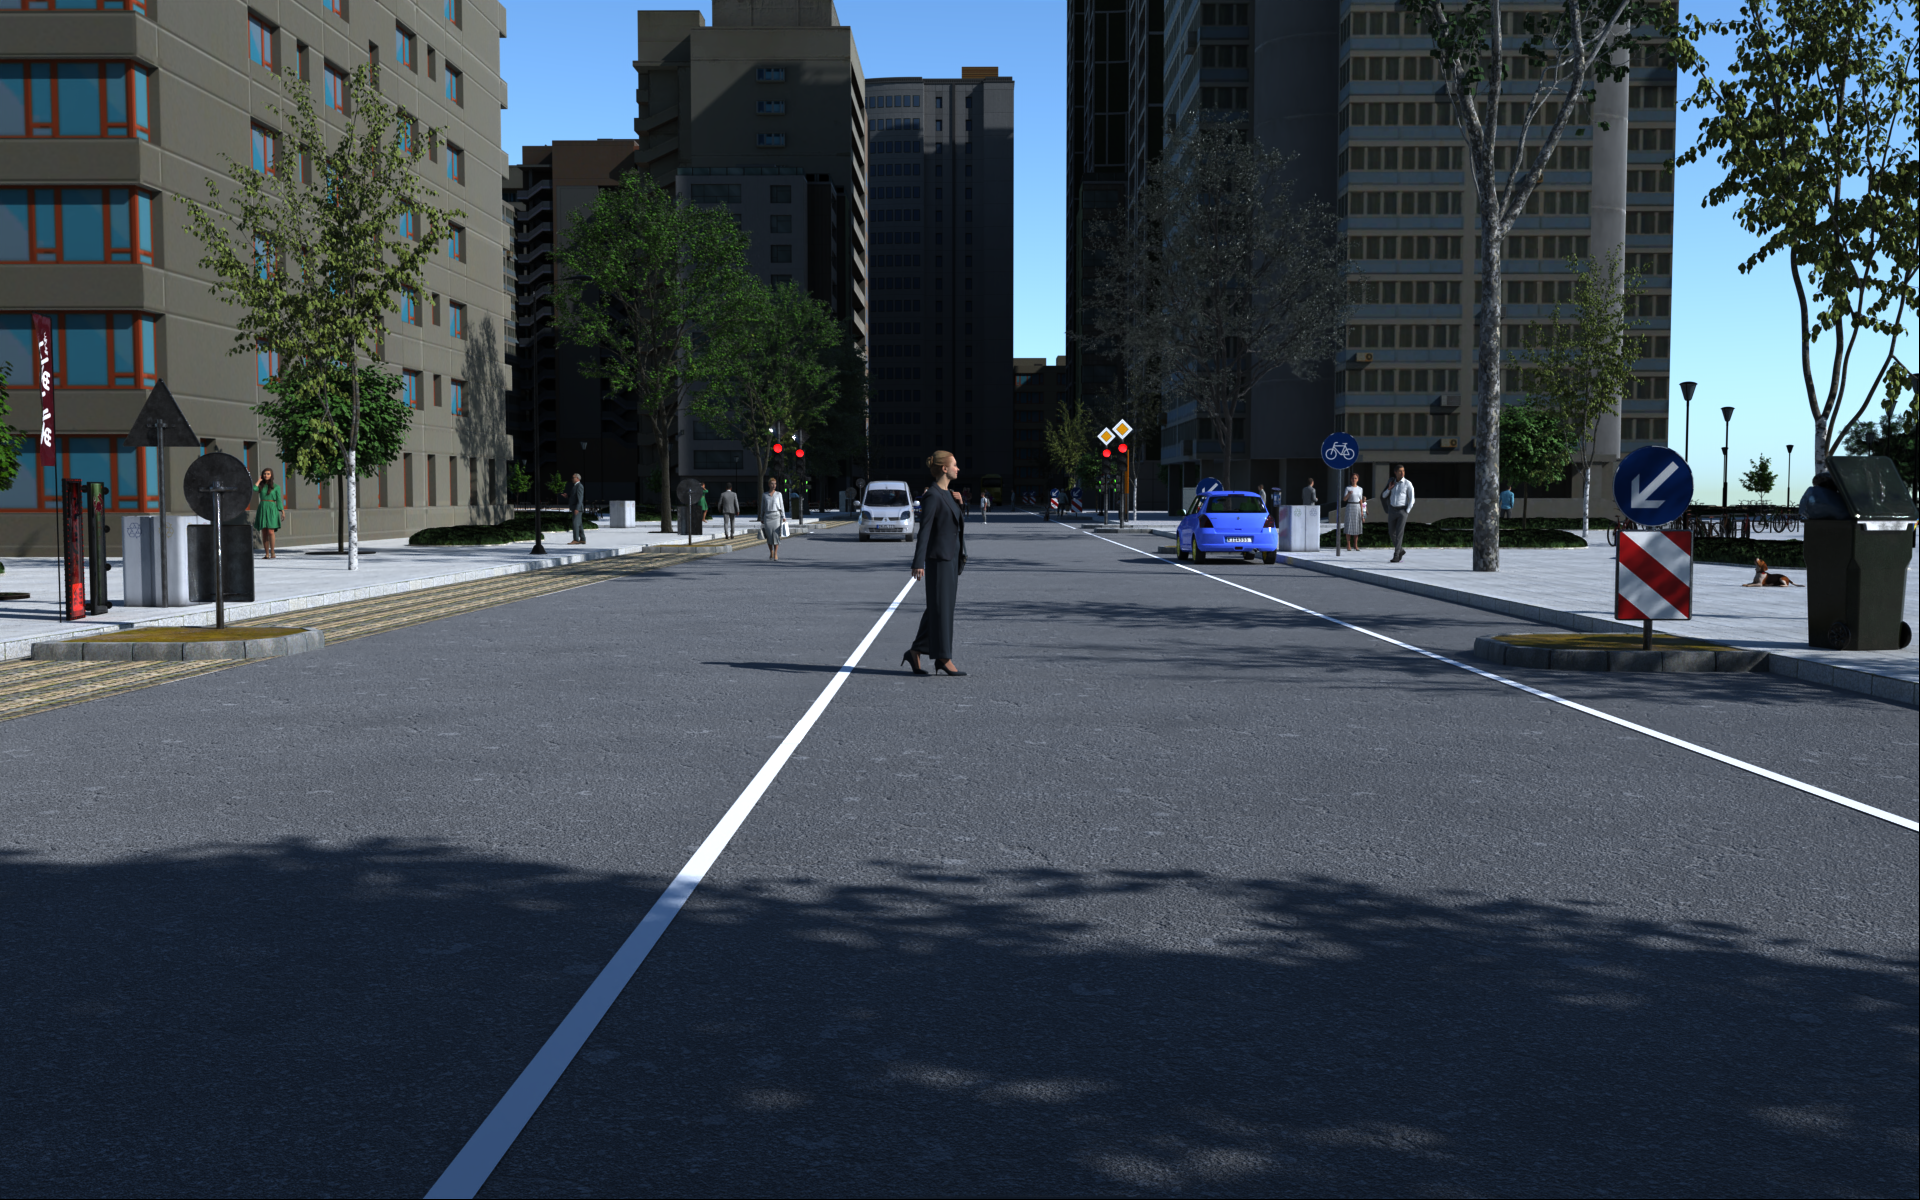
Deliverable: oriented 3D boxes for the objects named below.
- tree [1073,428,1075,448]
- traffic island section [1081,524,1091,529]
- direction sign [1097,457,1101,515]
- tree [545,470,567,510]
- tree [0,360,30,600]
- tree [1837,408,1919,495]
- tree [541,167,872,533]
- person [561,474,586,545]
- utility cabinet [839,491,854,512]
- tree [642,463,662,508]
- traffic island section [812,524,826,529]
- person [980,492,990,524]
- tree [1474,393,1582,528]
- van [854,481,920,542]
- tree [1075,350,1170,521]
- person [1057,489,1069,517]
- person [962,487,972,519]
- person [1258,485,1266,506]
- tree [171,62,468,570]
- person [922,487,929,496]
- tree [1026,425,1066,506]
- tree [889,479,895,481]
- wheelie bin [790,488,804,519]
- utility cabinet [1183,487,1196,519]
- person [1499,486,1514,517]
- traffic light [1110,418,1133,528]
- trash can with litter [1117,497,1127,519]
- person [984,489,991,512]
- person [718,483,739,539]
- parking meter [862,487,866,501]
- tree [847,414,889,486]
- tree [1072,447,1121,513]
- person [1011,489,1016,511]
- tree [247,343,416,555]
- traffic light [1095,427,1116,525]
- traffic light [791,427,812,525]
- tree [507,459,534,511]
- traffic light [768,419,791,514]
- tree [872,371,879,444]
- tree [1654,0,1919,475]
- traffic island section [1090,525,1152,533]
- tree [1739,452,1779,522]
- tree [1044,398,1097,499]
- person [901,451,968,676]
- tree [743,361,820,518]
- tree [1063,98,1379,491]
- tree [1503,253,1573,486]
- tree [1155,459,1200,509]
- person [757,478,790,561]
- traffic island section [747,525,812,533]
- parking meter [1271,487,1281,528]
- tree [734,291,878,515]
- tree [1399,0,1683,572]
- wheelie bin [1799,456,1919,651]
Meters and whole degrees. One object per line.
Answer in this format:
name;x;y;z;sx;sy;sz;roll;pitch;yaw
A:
tree;9.549;-9.989;113.686;4.360;8.622;3.978;0;3;0
traffic island section;6.139;-3.079;72.630;2.009;0.180;2.903;0;4;1
direction sign;8.433;-6.868;104.284;0.379;3.537;0.876;0;4;6
tree;-32.483;-8.899;140.095;1.663;3.219;1.824;0;3;0
tree;-11.968;-1.630;21.253;1.663;3.219;1.824;0;3;0
tree;63.699;-9.199;113.309;11.467;7.101;20.602;0;4;-2
tree;-9.822;-8.002;56.595;9.928;11.665;9.643;0;3;0
person;-9.847;-2.321;44.175;0.590;1.801;0.661;-1;4;-21
utility cabinet;-8.038;-6.983;122.845;1.173;1.500;0.318;3;4;38
tree;-18.561;-6.796;105.718;1.663;3.219;1.824;0;3;0
traffic island section;-6.702;-3.088;72.764;2.009;0.180;2.903;0;4;1
person;1.162;-4.409;83.186;0.503;1.515;0.523;2;4;28
tree;18.313;-4.423;56.037;4.285;4.588;4.351;0;3;0
van;-2.244;-2.834;53.350;2.013;2.044;4.112;0;4;-1
tree;8.376;-8.167;83.899;4.360;8.622;3.978;0;3;0
person;6.382;-5.998;107.058;0.782;1.767;0.515;0;4;7
person;0.360;-5.610;100.192;0.573;1.828;0.580;2;4;31
person;12.017;-3.698;69.091;0.853;1.813;0.709;1;4;13
tree;-10.492;-4.808;28.976;4.737;8.622;4.395;0;3;0
person;-1.463;-4.326;79.821;0.643;1.750;0.593;0;4;6
tree;9.003;-14.010;179.426;4.360;8.622;3.978;0;3;0
tree;-7.897;-12.606;200.717;1.663;3.219;1.824;0;3;0
wheelie bin;-8.257;-4.873;87.583;0.693;1.594;0.980;0;4;-2
utility cabinet;7.916;-3.060;58.714;0.318;1.500;1.173;-1;4;-14
person;20.954;-3.550;66.566;0.660;1.820;0.620;3;4;36
traffic light;6.018;-4.625;64.531;0.839;4.253;0.868;0;4;1
trash can with litter;8.260;-4.714;88.455;0.624;1.170;1.055;0;4;0
person;2.156;-7.871;136.989;0.447;1.846;0.655;-3;5;-45
person;-7.331;-2.820;54.886;0.678;1.792;0.850;0;4;-6
parking meter;-7.723;-8.201;139.803;0.255;1.863;0.399;2;4;34
tree;-8.052;-12.192;149.701;4.360;8.622;3.978;0;3;0
tree;9.452;-8.358;120.361;4.285;4.588;4.351;0;3;0
person;4.402;-8.226;143.102;0.391;1.810;0.635;-1;4;-9
tree;-13.374;-3.262;37.051;4.285;4.588;4.351;0;3;0
traffic light;6.099;-5.113;72.516;0.839;4.253;0.868;0;4;1
traffic light;-6.662;-5.120;72.629;0.839;4.253;0.868;0;4;1
tree;-24.488;-6.196;95.904;1.663;3.219;1.824;0;3;0
traffic light;-6.743;-4.631;64.644;0.839;4.253;0.868;0;4;1
tree;-9.187;-9.467;80.538;9.928;11.665;9.643;0;3;0
tree;8.803;-4.091;17.244;4.737;8.622;4.395;0;3;0
traffic island section;6.058;-2.591;64.645;2.009;0.180;2.903;0;4;1
tree;37.172;-5.240;80.279;1.663;3.219;1.824;0;3;0
tree;8.499;-11.120;132.181;4.737;8.622;4.395;0;3;0
person;-0.198;-0.289;13.649;0.534;1.772;0.576;0;4;-3
tree;-9.322;-8.739;93.237;4.737;8.622;4.395;0;3;0
tree;8.291;-8.789;54.063;12.009;13.543;11.850;0;3;0
tree;18.487;-6.170;51.249;4.737;8.622;4.395;0;3;0
tree;14.689;-8.032;115.032;4.285;4.588;4.351;0;3;0
person;-4.005;-1.744;37.360;0.694;1.780;0.624;1;4;15
traffic island section;-6.782;-2.599;64.779;2.009;0.180;2.903;0;4;1
parking meter;11.852;-3.456;64.916;0.372;1.533;0.369;0;3;0
tree;-9.569;-12.215;106.374;9.857;13.997;8.962;0;3;0
tree;9.863;-10.478;27.208;12.611;20.169;13.585;0;3;0
wheelie bin;7.430;-0.398;14.414;0.980;1.594;0.693;-1;4;-14
